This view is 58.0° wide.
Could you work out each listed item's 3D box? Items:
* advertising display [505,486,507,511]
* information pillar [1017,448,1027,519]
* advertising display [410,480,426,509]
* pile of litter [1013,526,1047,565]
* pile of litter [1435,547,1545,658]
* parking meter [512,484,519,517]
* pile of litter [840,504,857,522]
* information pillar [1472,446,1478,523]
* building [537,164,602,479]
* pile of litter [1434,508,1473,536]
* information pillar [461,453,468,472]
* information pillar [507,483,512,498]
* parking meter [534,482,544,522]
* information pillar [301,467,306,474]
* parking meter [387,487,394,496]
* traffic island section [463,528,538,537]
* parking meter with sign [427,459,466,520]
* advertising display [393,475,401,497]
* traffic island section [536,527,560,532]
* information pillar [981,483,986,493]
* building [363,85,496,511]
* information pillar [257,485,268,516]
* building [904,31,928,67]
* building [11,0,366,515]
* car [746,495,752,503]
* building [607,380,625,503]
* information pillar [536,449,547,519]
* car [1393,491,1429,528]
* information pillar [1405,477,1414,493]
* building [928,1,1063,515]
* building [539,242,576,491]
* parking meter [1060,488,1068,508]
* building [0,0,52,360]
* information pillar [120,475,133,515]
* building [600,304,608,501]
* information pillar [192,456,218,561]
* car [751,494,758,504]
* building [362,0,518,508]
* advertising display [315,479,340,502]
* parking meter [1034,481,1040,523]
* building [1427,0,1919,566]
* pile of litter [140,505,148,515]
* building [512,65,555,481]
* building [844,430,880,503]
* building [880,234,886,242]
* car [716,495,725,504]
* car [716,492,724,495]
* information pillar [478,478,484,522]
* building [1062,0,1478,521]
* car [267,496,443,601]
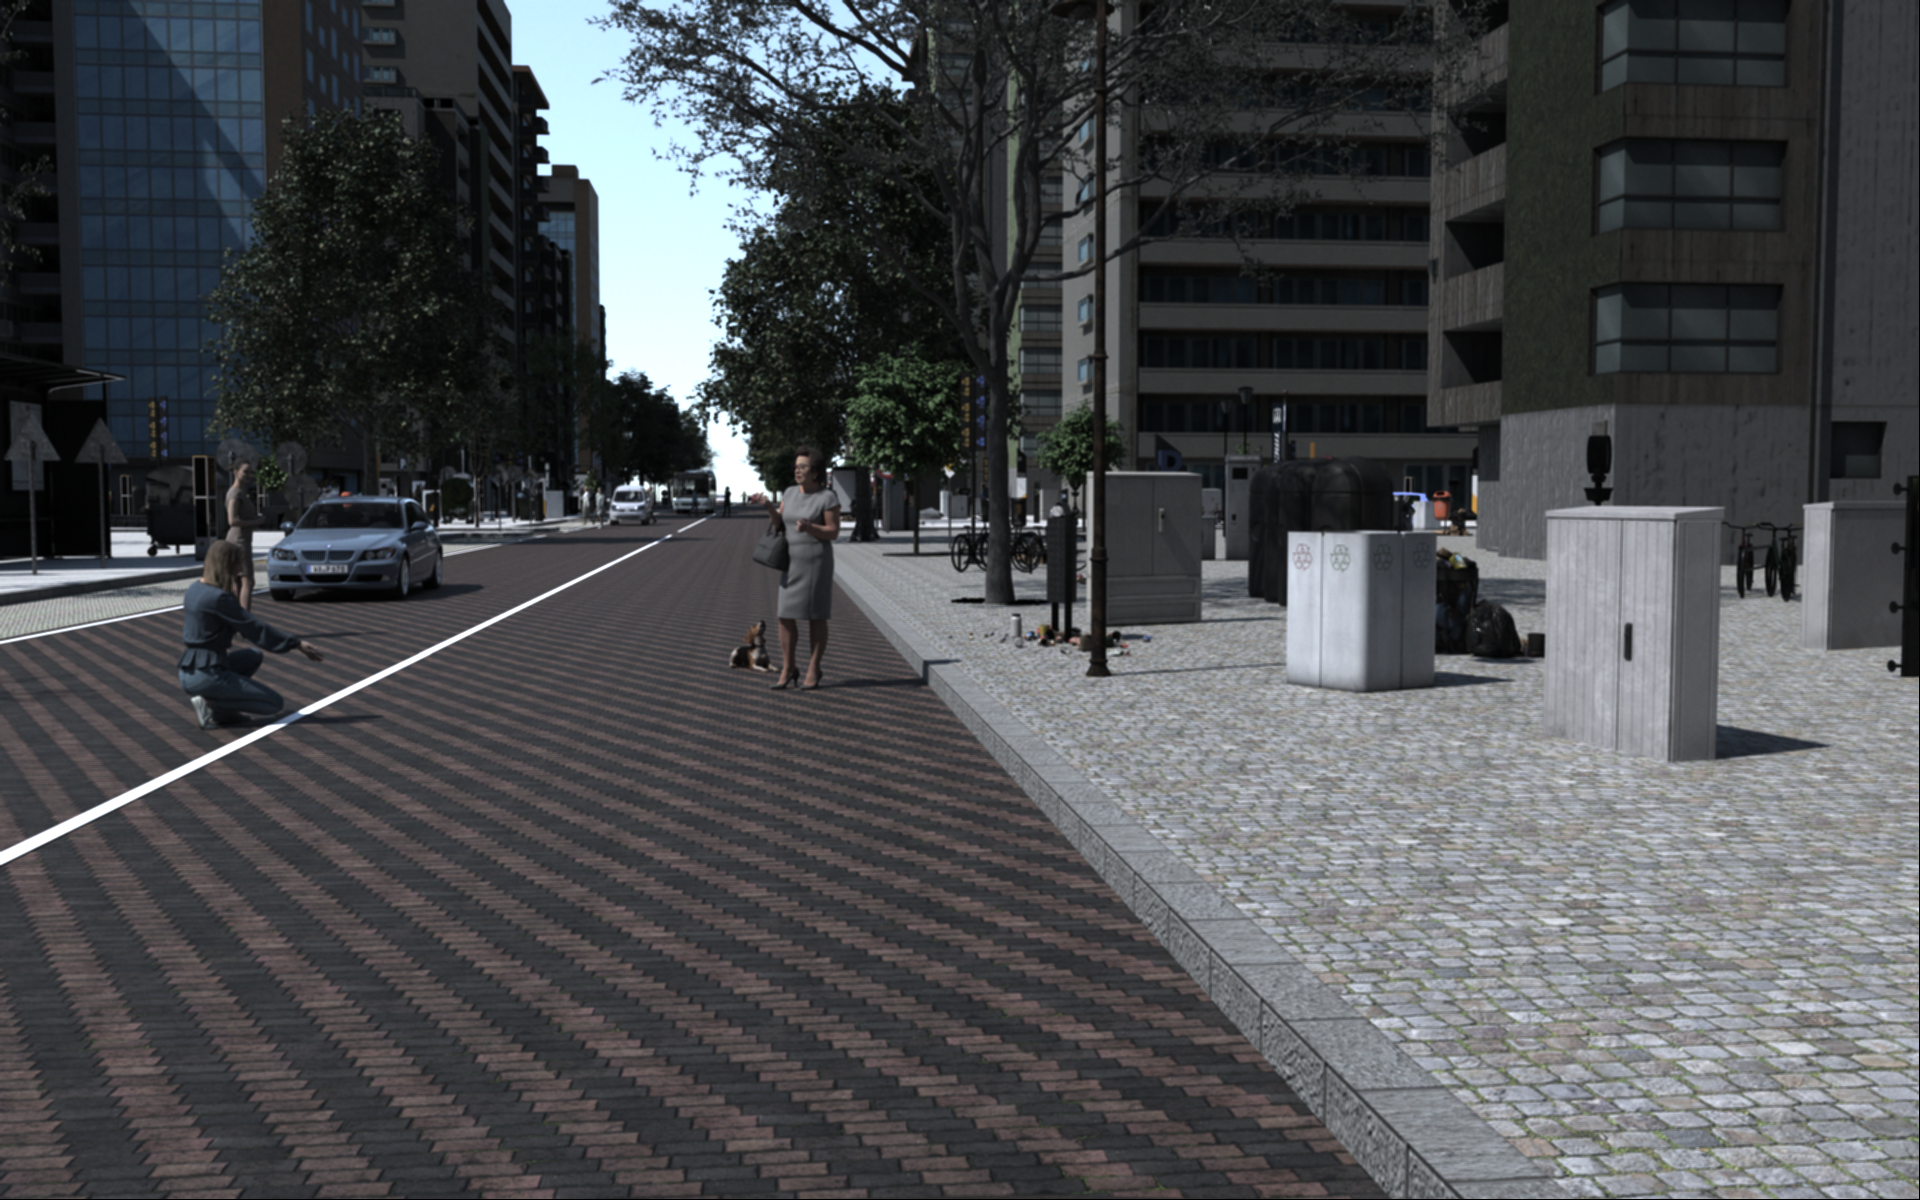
[{"bbox_3d":[-31.824,-7.173,122.487,0.123,1.923,0.974,2,4,26],"label":"advertising display"},{"bbox_3d":[3.109,-5.883,87.545,0.504,3.616,0.183,1,4,16],"label":"information pillar"},{"bbox_3d":[-24.943,-4.559,79.751,0.123,1.923,0.974,2,4,25],"label":"advertising display"},{"bbox_3d":[1.548,-1.115,32.194,1.176,0.858,1.719,1,4,19],"label":"pile of litter"},{"bbox_3d":[4.081,-0.012,14.158,1.176,0.858,1.719,-2,4,-35],"label":"pile of litter"},{"bbox_3d":[-24.635,-5.524,96.029,0.255,1.863,0.399,1,4,18],"label":"parking meter"},{"bbox_3d":[-5.135,-4.113,81.213,1.176,0.858,1.719,1,4,22],"label":"pile of litter"},{"bbox_3d":[22.692,-5.167,75.831,0.504,3.616,0.183,2,4,25],"label":"information pillar"},{"bbox_3d":[-57.233,-36.003,238.763,14.600,45.320,14.200,0,4,-7],"label":"building"},{"bbox_3d":[15.217,-2.419,53.514,1.176,0.858,1.719,0,4,5],"label":"pile of litter"},{"bbox_3d":[-28.282,-6.582,98.967,0.504,3.616,0.183,2,4,31],"label":"information pillar"},{"bbox_3d":[-30.898,-6.988,118.751,0.304,2.012,0.304,-2,4,-27],"label":"information pillar"},{"bbox_3d":[-19.713,-4.607,81.038,0.255,1.863,0.399,2,4,26],"label":"parking meter"},{"bbox_3d":[-30.031,-5.376,79.248,0.183,3.616,0.504,0,4,-8],"label":"information pillar"},{"bbox_3d":[-21.291,-3.460,64.985,0.372,1.533,0.369,0,3,0],"label":"parking meter"},{"bbox_3d":[-15.497,-2.202,58.288,2.009,0.180,2.903,0,4,-7],"label":"traffic island section"},{"bbox_3d":[-25.157,-5.421,84.893,1.738,3.016,0.543,-1,4,-11],"label":"parking meter with sign"},{"bbox_3d":[-18.723,-3.206,57.624,0.123,1.923,0.974,-2,4,-24],"label":"advertising display"},{"bbox_3d":[-16.429,-2.687,66.218,2.009,0.180,2.903,0,4,-7],"label":"traffic island section"},{"bbox_3d":[1.601,-6.997,118.887,0.304,2.012,0.304,-1,4,-12],"label":"information pillar"},{"bbox_3d":[-42.229,-21.673,126.050,14.160,30.474,14.107,0,4,-7],"label":"building"},{"bbox_3d":[-28.803,-4.103,71.576,0.304,2.012,0.304,1,4,11],"label":"information pillar"},{"bbox_3d":[5.894,-31.222,165.102,22.147,44.769,28.867,0,4,-7],"label":"building"},{"bbox_3d":[-41.251,-27.185,94.582,14.600,45.320,14.200,0,4,-7],"label":"building"},{"bbox_3d":[-35.243,-17.202,293.829,1.945,1.354,3.894,-1,4,-9],"label":"car"},{"bbox_3d":[-68.259,-26.253,274.269,27.650,21.520,28.899,0,4,-7],"label":"building"},{"bbox_3d":[-21.441,-5.949,88.626,0.504,3.616,0.183,-1,4,-19],"label":"information pillar"},{"bbox_3d":[16.379,-3.484,66.547,3.694,1.707,1.945,0,4,-7],"label":"car"},{"bbox_3d":[19.431,-4.308,74.921,0.304,2.012,0.304,3,5,40],"label":"information pillar"},{"bbox_3d":[4.421,-27.420,131.909,14.154,41.232,14.086,0,4,-7],"label":"building"},{"bbox_3d":[-51.393,-25.928,195.620,14.160,30.474,14.107,0,4,-7],"label":"building"},{"bbox_3d":[4.499,-4.078,75.084,0.372,1.533,0.369,0,3,0],"label":"parking meter"},{"bbox_3d":[-60.115,-24.199,87.535,23.993,40.220,32.217,0,4,-7],"label":"building"},{"bbox_3d":[-32.712,-3.884,67.999,0.304,2.012,0.304,0,4,1],"label":"information pillar"},{"bbox_3d":[-59.316,-29.449,253.196,14.160,30.474,14.107,0,4,-7],"label":"building"},{"bbox_3d":[-14.504,-1.761,33.289,0.304,2.012,0.304,0,4,7],"label":"information pillar"},{"bbox_3d":[-28.497,-14.343,243.552,2.155,1.783,4.494,0,4,-7],"label":"car"},{"bbox_3d":[-50.410,-32.074,148.119,21.300,48.544,21.600,0,4,-7],"label":"building"},{"bbox_3d":[-26.699,-4.157,73.175,0.974,1.923,0.123,-2,4,-29],"label":"advertising display"},{"bbox_3d":[3.397,-4.337,76.617,0.255,1.863,0.399,0,4,4],"label":"parking meter"},{"bbox_3d":[17.762,-16.256,37.482,14.160,30.474,14.107,0,4,-7],"label":"building"},{"bbox_3d":[-31.424,-3.234,66.845,1.719,0.858,1.176,0,4,3],"label":"pile of litter"},{"bbox_3d":[-52.988,-31.730,173.403,22.147,44.769,28.867,0,4,-7],"label":"building"},{"bbox_3d":[-3.371,-25.714,265.456,27.650,21.520,28.899,0,4,-7],"label":"building"},{"bbox_3d":[1.588,-33.003,194.226,22.147,44.769,28.867,0,4,-7],"label":"building"},{"bbox_3d":[-31.858,-13.319,230.124,2.083,1.381,4.827,0,4,-6],"label":"car"},{"bbox_3d":[-33.571,-14.245,242.692,2.009,1.686,4.222,0,4,-7],"label":"car"},{"bbox_3d":[-22.187,-4.613,79.913,0.304,2.012,0.304,2,4,30],"label":"information pillar"},{"bbox_3d":[16.544,-28.572,90.859,21.600,48.544,21.300,0,4,-7],"label":"building"},{"bbox_3d":[-8.594,-0.790,24.911,2.014,1.417,4.499,0,4,-7],"label":"car"}]
